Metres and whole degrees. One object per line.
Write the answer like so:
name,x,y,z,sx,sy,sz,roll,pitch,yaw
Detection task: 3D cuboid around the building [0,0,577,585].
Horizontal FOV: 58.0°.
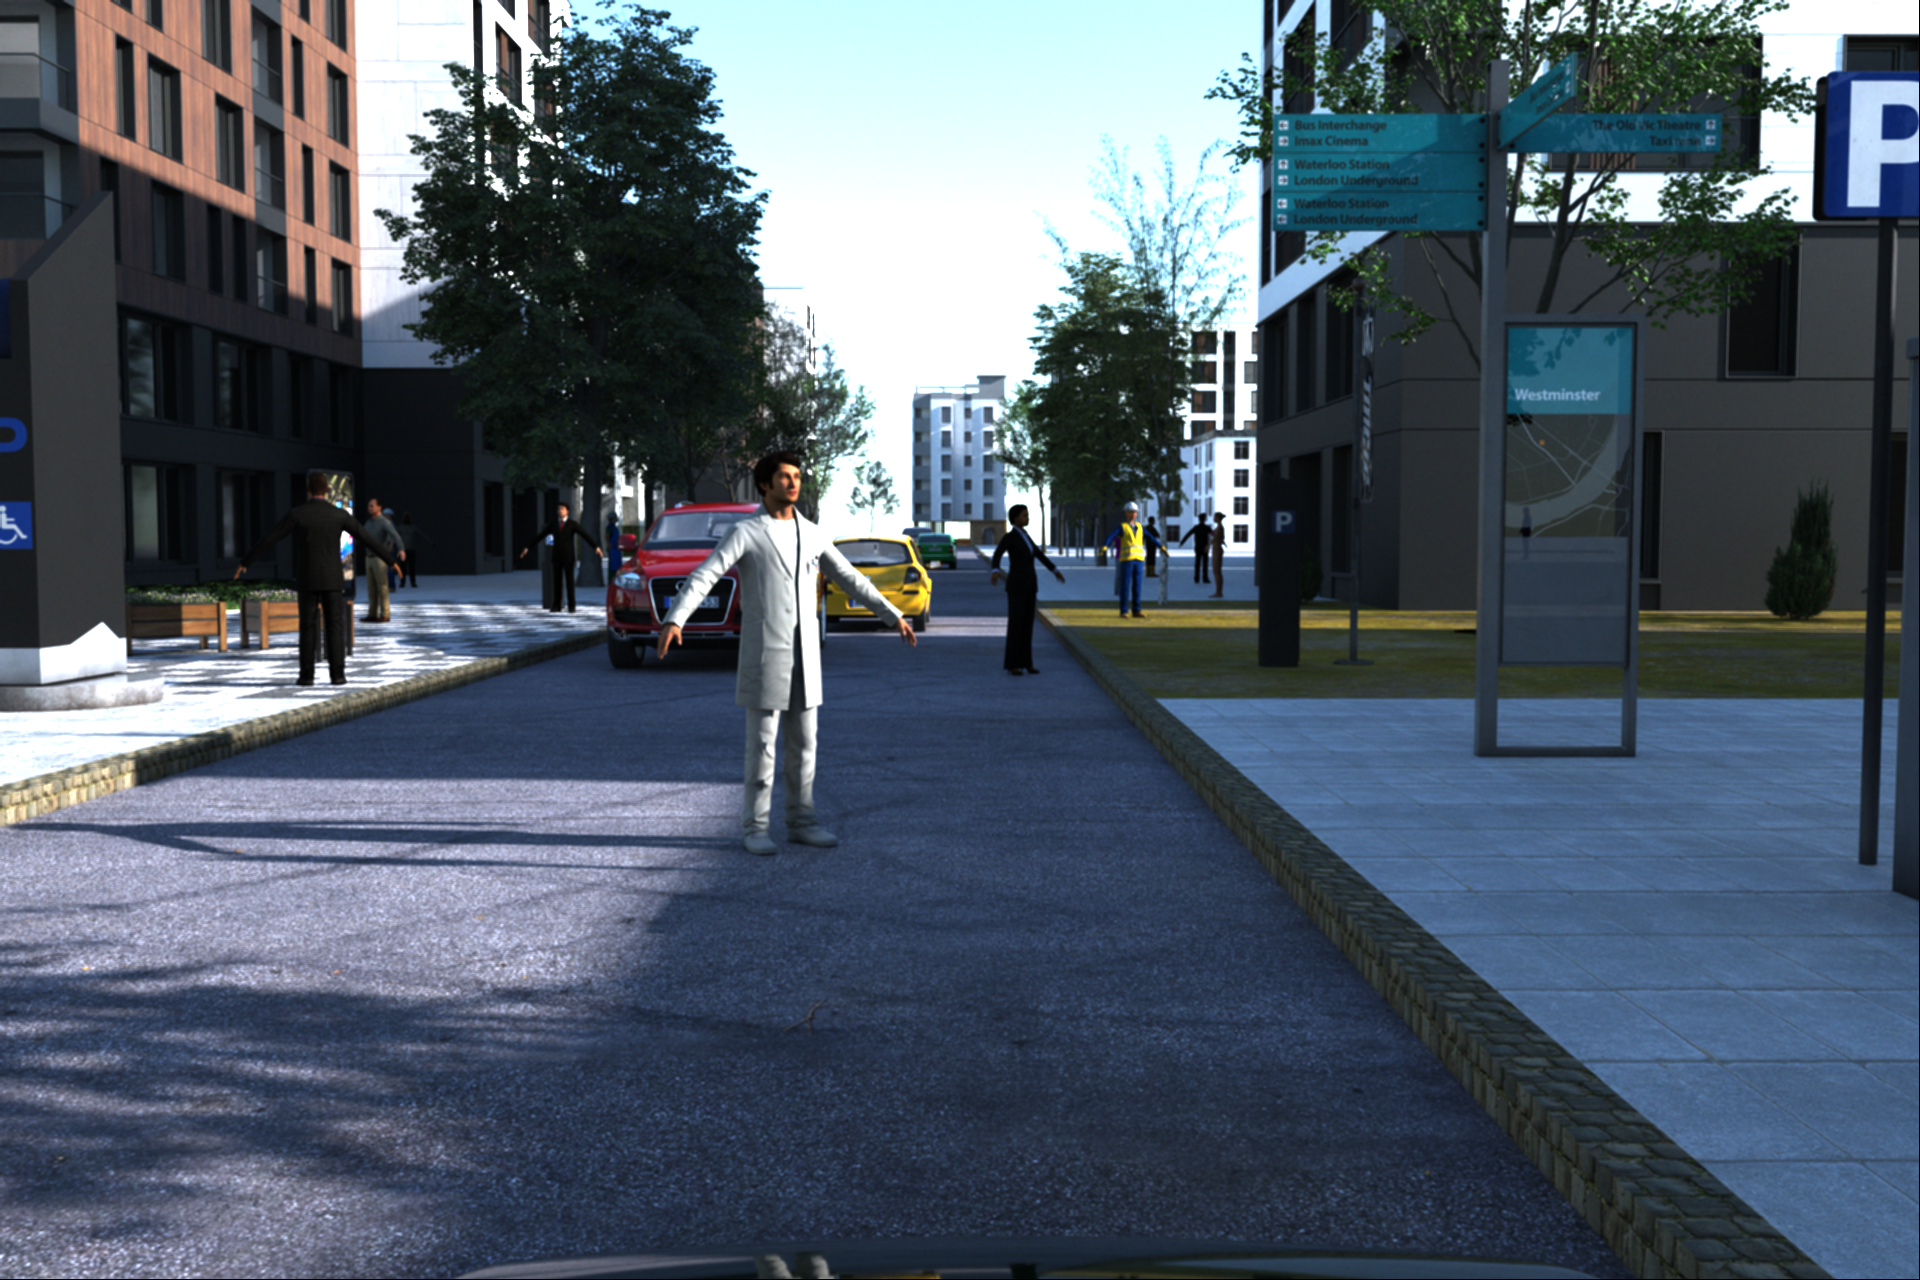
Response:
building,-28.968,-12.665,51.055,27.936,21.610,32.646,0,4,0

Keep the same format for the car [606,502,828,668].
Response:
car,-2.713,-0.705,20.203,2.281,1.827,5.304,0,4,0

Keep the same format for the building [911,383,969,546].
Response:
building,-5.578,-21.485,210.162,11.380,20.090,16.016,0,4,5

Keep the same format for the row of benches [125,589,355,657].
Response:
row of benches,-8.501,-0.200,18.732,4.104,0.672,1.422,-3,5,-43

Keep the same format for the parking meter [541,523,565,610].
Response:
parking meter,-6.930,-1.289,29.490,0.372,1.533,0.369,0,3,0

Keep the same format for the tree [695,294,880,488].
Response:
tree,-9.286,-10.978,89.856,12.009,13.543,11.850,0,3,0

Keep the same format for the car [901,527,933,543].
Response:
car,-2.210,-4.982,90.130,2.281,1.827,5.304,0,4,0

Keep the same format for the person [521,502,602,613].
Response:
person,-6.487,-1.352,28.293,1.347,1.806,0.705,0,4,3

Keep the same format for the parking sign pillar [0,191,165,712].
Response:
parking sign pillar,-6.851,-1.504,13.068,1.447,3.967,1.447,0,3,0

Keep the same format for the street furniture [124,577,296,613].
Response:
street furniture,-15.528,-0.820,29.042,10.072,0.657,5.734,-3,4,-36

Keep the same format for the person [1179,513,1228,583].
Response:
person,6.355,-2.416,45.431,1.347,1.837,0.705,2,4,28

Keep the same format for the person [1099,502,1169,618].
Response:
person,2.662,-1.229,26.550,1.216,1.772,0.721,-2,4,-24

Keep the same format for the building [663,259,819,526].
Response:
building,-26.699,-18.182,141.253,27.936,21.610,32.646,0,4,0

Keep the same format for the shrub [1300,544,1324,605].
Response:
shrub,6.143,-1.251,31.568,1.383,1.207,1.383,0,3,0

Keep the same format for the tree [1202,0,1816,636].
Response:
tree,6.949,-5.872,21.771,9.928,11.665,9.643,0,3,0

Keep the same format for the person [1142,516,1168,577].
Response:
person,5.738,-2.790,51.760,0.704,1.812,1.346,-2,4,-28

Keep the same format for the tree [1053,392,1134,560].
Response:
tree,6.172,-8.201,84.450,4.737,8.622,4.395,0,3,0

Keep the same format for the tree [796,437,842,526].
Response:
tree,-9.565,-10.138,116.123,4.360,8.622,3.978,0,3,0

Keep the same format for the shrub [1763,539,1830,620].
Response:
shrub,12.502,-0.903,25.873,1.383,1.207,1.383,0,3,0

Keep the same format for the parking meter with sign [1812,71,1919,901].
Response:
parking meter with sign,3.533,-0.585,5.818,0.543,3.016,1.738,0,4,0

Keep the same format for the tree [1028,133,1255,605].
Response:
tree,3.923,-4.954,31.367,4.360,8.622,3.978,0,3,0

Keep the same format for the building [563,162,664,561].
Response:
building,-26.643,-13.774,91.671,16.747,18.905,31.486,0,4,-1

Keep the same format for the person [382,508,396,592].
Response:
person,-12.609,-1.975,38.147,0.705,1.847,1.347,-2,4,-30

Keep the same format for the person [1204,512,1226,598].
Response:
person,5.155,-1.733,35.135,0.721,1.733,1.217,1,4,21

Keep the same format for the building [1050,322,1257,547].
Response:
building,23.332,-20.754,183.303,27.936,21.610,32.646,0,4,0

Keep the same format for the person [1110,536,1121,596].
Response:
person,3.400,-1.648,36.213,0.599,1.433,0.991,2,4,34

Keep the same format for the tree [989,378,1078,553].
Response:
tree,5.481,-11.636,116.008,9.928,11.665,9.643,0,3,0

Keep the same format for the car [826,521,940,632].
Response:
car,-1.324,-1.016,26.831,2.015,1.641,3.980,0,4,0

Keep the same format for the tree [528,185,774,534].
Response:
tree,-9.169,-7.682,51.359,9.928,11.665,9.643,0,3,0

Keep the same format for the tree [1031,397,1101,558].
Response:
tree,6.413,-8.631,91.473,4.360,8.622,3.978,0,3,0

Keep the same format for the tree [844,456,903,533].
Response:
tree,-10.297,-16.639,206.462,7.601,10.594,8.767,0,4,-6

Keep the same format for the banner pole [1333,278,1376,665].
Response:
banner pole,3.901,-1.639,16.812,0.401,3.779,0.863,0,4,-1

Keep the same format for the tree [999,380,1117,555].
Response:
tree,5.991,-10.449,105.252,8.767,10.594,7.601,2,4,27

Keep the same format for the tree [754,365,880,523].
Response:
tree,-8.913,-10.970,105.115,9.928,11.665,9.643,0,3,0

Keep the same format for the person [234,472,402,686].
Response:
person,-5.435,-0.518,14.700,1.346,1.802,0.704,-1,4,-22

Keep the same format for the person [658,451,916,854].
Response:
person,-0.803,0.046,7.892,1.347,1.806,0.705,-3,4,-37

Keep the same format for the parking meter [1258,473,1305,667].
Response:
parking meter,3.108,-0.675,16.744,0.399,1.863,0.255,0,4,-2

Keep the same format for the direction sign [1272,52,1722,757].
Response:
direction sign,3.033,-1.259,9.340,2.525,3.948,1.411,0,4,0

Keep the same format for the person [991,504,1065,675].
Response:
person,0.681,-0.517,17.628,0.721,1.740,1.216,3,4,37

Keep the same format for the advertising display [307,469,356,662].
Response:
advertising display,-6.416,-0.765,17.718,0.123,1.923,0.974,0,4,1

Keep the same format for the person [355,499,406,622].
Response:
person,-8.506,-1.157,25.196,1.348,1.796,0.705,2,4,30

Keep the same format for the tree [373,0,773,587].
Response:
tree,-8.996,-8.264,41.770,9.857,13.997,8.962,0,3,0

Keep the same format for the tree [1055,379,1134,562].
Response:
tree,6.176,-7.839,78.537,4.360,8.622,3.978,0,3,0

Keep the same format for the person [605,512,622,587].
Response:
person,-8.403,-2.202,42.130,0.704,1.817,1.347,0,4,6

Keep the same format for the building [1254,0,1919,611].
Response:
building,21.198,-12.262,44.466,27.936,21.610,32.646,0,3,0

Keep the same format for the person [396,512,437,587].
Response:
person,-13.292,-2.173,41.657,1.348,1.813,0.705,-1,4,-19

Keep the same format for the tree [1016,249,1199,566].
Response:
tree,5.929,-9.269,69.681,7.486,12.596,7.792,0,3,0

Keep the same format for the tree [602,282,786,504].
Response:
tree,-9.947,-8.420,63.419,9.928,11.665,9.643,0,3,0

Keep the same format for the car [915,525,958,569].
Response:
car,-1.059,-3.830,71.417,1.959,1.807,4.718,0,4,-1

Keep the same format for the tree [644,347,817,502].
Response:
tree,-9.890,-8.627,75.472,8.767,10.594,7.601,-3,5,-44

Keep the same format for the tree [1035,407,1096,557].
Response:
tree,6.081,-9.035,98.085,4.360,8.622,3.978,0,3,0

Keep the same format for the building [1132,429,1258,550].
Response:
building,21.175,-12.896,152.998,9.099,9.664,28.070,0,3,0

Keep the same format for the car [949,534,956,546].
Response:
car,-1.239,-6.839,120.617,1.959,1.807,4.718,0,4,0
